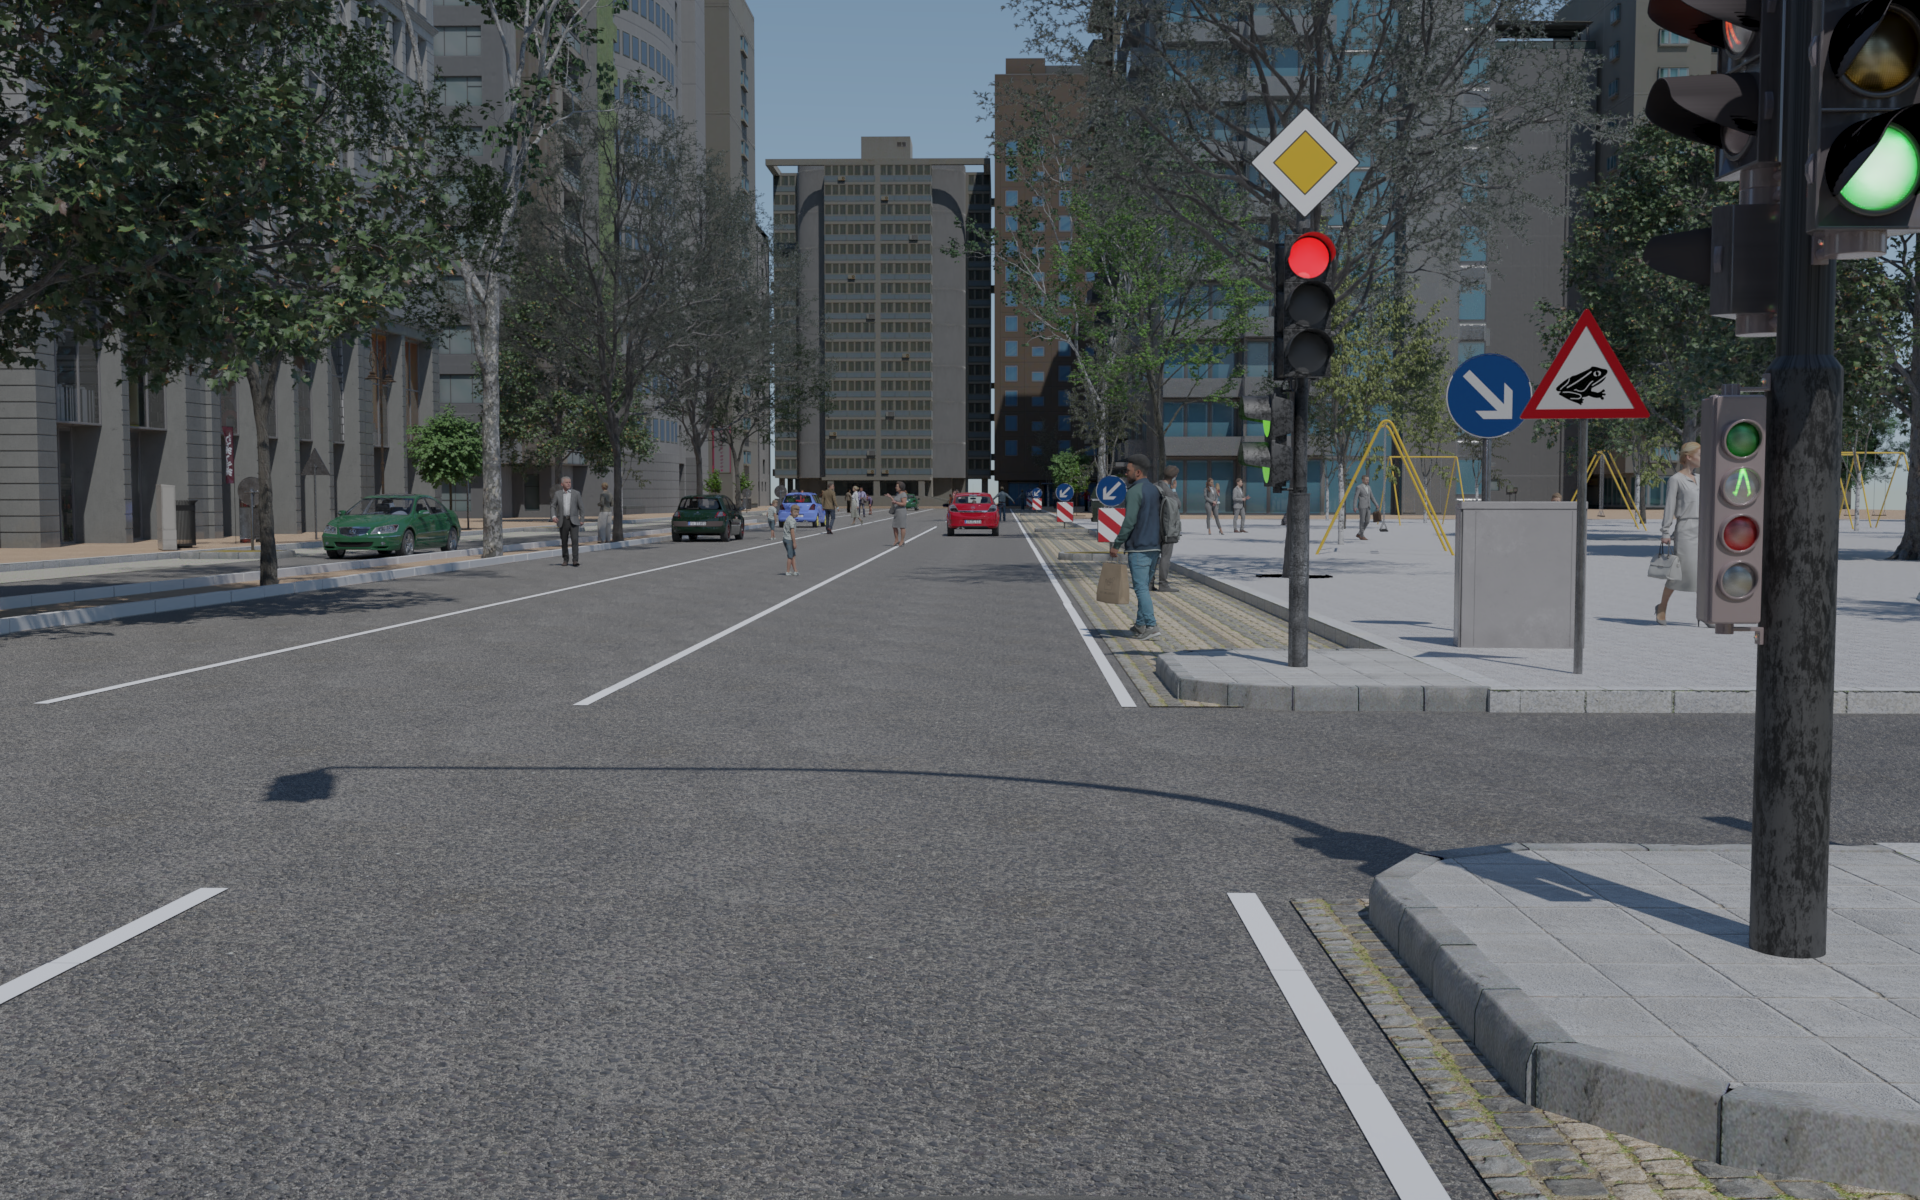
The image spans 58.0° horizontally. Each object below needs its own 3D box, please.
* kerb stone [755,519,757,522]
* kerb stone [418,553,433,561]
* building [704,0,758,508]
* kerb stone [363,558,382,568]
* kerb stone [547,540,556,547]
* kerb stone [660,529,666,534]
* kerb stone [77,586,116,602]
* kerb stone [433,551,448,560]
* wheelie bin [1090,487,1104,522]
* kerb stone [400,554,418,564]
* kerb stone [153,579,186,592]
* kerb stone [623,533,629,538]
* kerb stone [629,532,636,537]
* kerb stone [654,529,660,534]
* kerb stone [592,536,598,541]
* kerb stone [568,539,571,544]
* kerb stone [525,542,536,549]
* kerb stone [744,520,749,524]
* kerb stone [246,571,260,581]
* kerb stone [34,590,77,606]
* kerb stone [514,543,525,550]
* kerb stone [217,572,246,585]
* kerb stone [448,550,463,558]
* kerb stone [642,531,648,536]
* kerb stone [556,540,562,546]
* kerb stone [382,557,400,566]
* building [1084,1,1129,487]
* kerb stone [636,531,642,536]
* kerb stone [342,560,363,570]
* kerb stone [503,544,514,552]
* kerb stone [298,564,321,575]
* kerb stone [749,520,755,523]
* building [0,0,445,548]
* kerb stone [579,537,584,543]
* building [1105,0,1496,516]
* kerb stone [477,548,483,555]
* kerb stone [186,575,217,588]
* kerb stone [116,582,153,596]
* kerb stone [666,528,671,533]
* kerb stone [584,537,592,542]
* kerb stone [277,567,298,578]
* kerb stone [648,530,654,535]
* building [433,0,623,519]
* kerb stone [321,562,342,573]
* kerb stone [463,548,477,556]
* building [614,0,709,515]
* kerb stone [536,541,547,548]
[{"bbox_3d":[-10.300,-3.904,86.027,0.120,0.150,1.000,0,4,1],"label":"kerb stone"},{"bbox_3d":[-11.484,-0.894,36.831,0.120,0.150,1.000,0,4,1],"label":"kerb stone"},{"bbox_3d":[-29.676,-32.201,150.193,21.600,48.544,21.300,0,4,1],"label":"building"},{"bbox_3d":[-11.552,-0.708,33.763,0.120,0.150,1.000,0,4,1],"label":"kerb stone"},{"bbox_3d":[-11.235,-1.523,47.095,0.120,0.150,1.000,0,4,1],"label":"kerb stone"},{"bbox_3d":[-10.863,-2.460,62.475,0.120,0.150,1.000,0,4,1],"label":"kerb stone"},{"bbox_3d":[-11.800,-0.080,23.496,0.120,0.150,1.000,0,4,1],"label":"kerb stone"},{"bbox_3d":[-11.456,-0.958,37.853,0.120,0.150,1.000,0,4,1],"label":"kerb stone"},{"bbox_3d":[6.381,-4.356,79.126,0.980,1.594,0.693,3,5,43],"label":"wheelie bin"},{"bbox_3d":[-11.497,-0.827,35.808,0.120,0.150,1.000,0,4,1],"label":"kerb stone"},{"bbox_3d":[-11.752,-0.205,25.548,0.120,0.150,1.000,0,4,1],"label":"kerb stone"},{"bbox_3d":[-11.012,-2.087,56.324,0.120,0.150,1.000,0,4,1],"label":"kerb stone"},{"bbox_3d":[-10.994,-2.143,57.346,0.120,0.150,1.000,0,4,1],"label":"kerb stone"},{"bbox_3d":[-10.885,-2.400,61.453,0.120,0.150,1.000,0,4,1],"label":"kerb stone"},{"bbox_3d":[-11.106,-1.833,52.216,0.120,0.150,1.000,0,4,1],"label":"kerb stone"},{"bbox_3d":[-11.185,-1.648,49.145,0.120,0.150,1.000,0,4,1],"label":"kerb stone"},{"bbox_3d":[-11.285,-1.397,45.037,0.120,0.150,1.000,0,4,1],"label":"kerb stone"},{"bbox_3d":[-10.369,-3.716,82.952,0.120,0.150,1.000,0,4,1],"label":"kerb stone"},{"bbox_3d":[-11.673,-0.389,28.624,0.120,0.150,1.000,0,4,1],"label":"kerb stone"},{"bbox_3d":[-11.823,-0.017,22.474,0.120,0.150,1.000,0,4,1],"label":"kerb stone"},{"bbox_3d":[-11.306,-1.335,44.015,0.120,0.150,1.000,0,4,1],"label":"kerb stone"},{"bbox_3d":[-11.701,-0.331,27.602,0.120,0.150,1.000,0,4,1],"label":"kerb stone"},{"bbox_3d":[-11.426,-1.021,38.881,0.120,0.150,1.000,0,4,1],"label":"kerb stone"},{"bbox_3d":[-10.938,-2.275,59.402,0.120,0.150,1.000,0,4,1],"label":"kerb stone"},{"bbox_3d":[-11.213,-1.585,48.118,0.120,0.150,1.000,0,4,1],"label":"kerb stone"},{"bbox_3d":[-11.530,-0.766,34.786,0.120,0.150,1.000,0,4,1],"label":"kerb stone"},{"bbox_3d":[21.898,-30.036,145.705,22.147,44.769,28.867,0,4,1],"label":"building"},{"bbox_3d":[-10.956,-2.207,58.370,0.120,0.150,1.000,0,4,1],"label":"kerb stone"},{"bbox_3d":[-11.577,-0.644,32.730,0.120,0.150,1.000,0,4,1],"label":"kerb stone"},{"bbox_3d":[-11.328,-1.272,42.989,0.120,0.150,1.000,0,4,1],"label":"kerb stone"},{"bbox_3d":[-11.626,-0.519,30.675,0.120,0.150,1.000,0,4,1],"label":"kerb stone"},{"bbox_3d":[-10.326,-3.841,85.002,0.120,0.150,1.000,0,4,1],"label":"kerb stone"},{"bbox_3d":[-26.747,-16.963,54.838,11.434,29.767,29.804,0,4,1],"label":"building"},{"bbox_3d":[-11.156,-1.709,50.172,0.120,0.150,1.000,0,4,1],"label":"kerb stone"},{"bbox_3d":[21.907,-30.358,115.960,23.786,49.044,30.456,0,4,1],"label":"building"},{"bbox_3d":[-11.379,-1.146,40.932,0.120,0.150,1.000,0,4,1],"label":"kerb stone"},{"bbox_3d":[-11.724,-0.263,26.570,0.120,0.150,1.000,0,4,1],"label":"kerb stone"},{"bbox_3d":[-11.773,-0.143,24.525,0.120,0.150,1.000,0,4,1],"label":"kerb stone"},{"bbox_3d":[-10.834,-2.526,63.498,0.120,0.150,1.000,0,4,1],"label":"kerb stone"},{"bbox_3d":[-11.133,-1.774,51.194,0.120,0.150,1.000,0,4,1],"label":"kerb stone"},{"bbox_3d":[-11.645,-0.456,29.653,0.120,0.150,1.000,0,4,1],"label":"kerb stone"},{"bbox_3d":[-10.922,-2.338,60.428,0.120,0.150,1.000,0,4,1],"label":"kerb stone"},{"bbox_3d":[-27.291,-25.187,95.397,14.154,41.232,14.086,0,4,1],"label":"building"},{"bbox_3d":[-11.601,-0.580,31.698,0.120,0.150,1.000,0,4,1],"label":"kerb stone"},{"bbox_3d":[-11.401,-1.080,39.910,0.120,0.150,1.000,0,4,1],"label":"kerb stone"},{"bbox_3d":[-29.905,-35.111,116.061,21.231,58.520,28.212,0,4,1],"label":"building"},{"bbox_3d":[-11.254,-1.459,46.071,0.120,0.150,1.000,0,4,1],"label":"kerb stone"}]
